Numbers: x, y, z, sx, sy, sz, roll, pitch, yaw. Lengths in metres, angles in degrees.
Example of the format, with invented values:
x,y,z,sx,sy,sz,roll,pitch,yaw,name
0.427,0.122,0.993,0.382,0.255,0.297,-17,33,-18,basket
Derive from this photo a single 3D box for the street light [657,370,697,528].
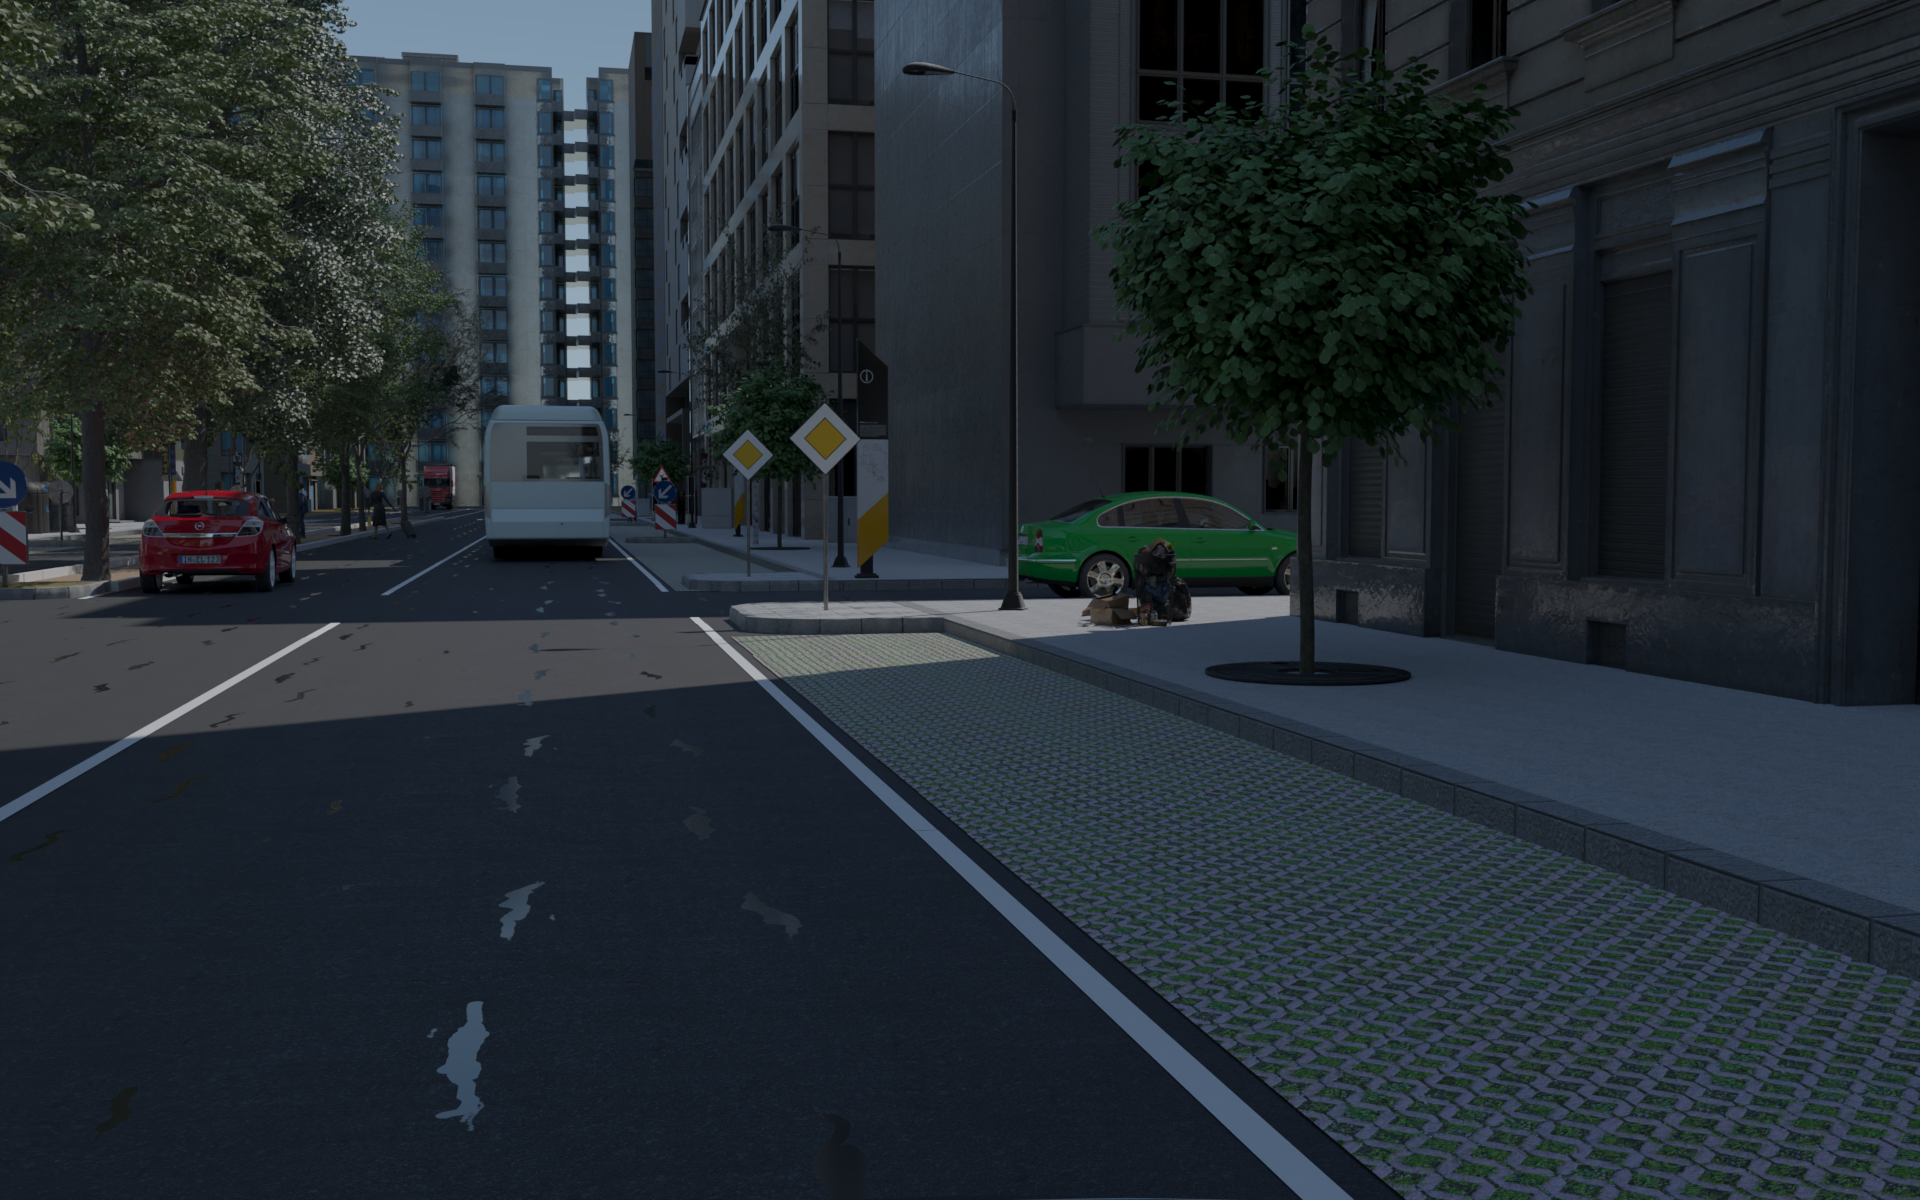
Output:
x,y,z,sx,sy,sz,roll,pitch,yaw,name
-10.628,-5.657,65.029,1.470,5.913,1.316,-1,4,-13,street light

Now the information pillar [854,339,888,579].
x,y,z,sx,sy,sz,roll,pitch,yaw,name
-1.344,-2.139,26.322,0.504,3.616,0.183,-1,4,-17,information pillar

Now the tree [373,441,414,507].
x,y,z,sx,sy,sz,roll,pitch,yaw,name
-56.110,-13.535,171.662,4.360,8.622,3.978,0,3,0,tree

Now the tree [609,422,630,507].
x,y,z,sx,sy,sz,roll,pitch,yaw,name
-35.609,-13.821,176.331,4.360,8.622,3.978,0,3,0,tree

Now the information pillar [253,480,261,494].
x,y,z,sx,sy,sz,roll,pitch,yaw,name
-37.168,-5.330,91.642,0.304,2.012,0.304,-3,4,-38,information pillar

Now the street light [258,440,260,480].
x,y,z,sx,sy,sz,roll,pitch,yaw,name
-36.997,-7.358,92.846,1.470,5.913,1.316,-1,4,-13,street light

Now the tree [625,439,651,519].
x,y,z,sx,sy,sz,roll,pitch,yaw,name
-15.597,-6.494,89.897,4.285,4.588,4.351,0,3,0,tree

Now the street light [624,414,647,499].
x,y,z,sx,sy,sz,roll,pitch,yaw,name
-18.748,-7.817,100.351,1.470,5.913,1.316,-1,4,-13,street light

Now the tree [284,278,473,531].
x,y,z,sx,sy,sz,roll,pitch,yaw,name
-23.019,-7.936,66.616,8.767,10.594,7.601,-1,4,-13,tree

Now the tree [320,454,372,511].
x,y,z,sx,sy,sz,roll,pitch,yaw,name
-49.789,-9.657,141.610,4.285,4.588,4.351,0,3,0,tree

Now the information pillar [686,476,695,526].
x,y,z,sx,sy,sz,roll,pitch,yaw,name
-10.998,-4.050,70.710,0.304,2.012,0.304,-1,4,-23,information pillar

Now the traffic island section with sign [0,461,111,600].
x,y,z,sx,sy,sz,roll,pitch,yaw,name
-13.215,-0.987,24.270,2.006,1.907,1.989,-1,4,-13,traffic island section with sign

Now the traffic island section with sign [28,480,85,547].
x,y,z,sx,sy,sz,roll,pitch,yaw,name
-24.617,-2.362,47.247,1.989,1.847,2.006,-1,4,-13,traffic island section with sign

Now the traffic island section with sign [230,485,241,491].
x,y,z,sx,sy,sz,roll,pitch,yaw,name
-30.702,-3.973,73.589,1.989,1.847,2.006,-1,4,-13,traffic island section with sign

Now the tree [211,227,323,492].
x,y,z,sx,sy,sz,roll,pitch,yaw,name
-17.948,-5.532,43.260,4.737,8.622,4.395,0,3,0,tree

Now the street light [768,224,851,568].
x,y,z,sx,sy,sz,roll,pitch,yaw,name
-2.618,-3.519,30.073,1.470,5.913,1.316,-1,4,-13,street light

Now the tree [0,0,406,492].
x,y,z,sx,sy,sz,roll,pitch,yaw,name
-16.003,-7.750,35.831,9.857,13.997,8.962,0,3,0,tree

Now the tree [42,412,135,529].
x,y,z,sx,sy,sz,roll,pitch,yaw,name
-32.001,-4.885,63.583,4.285,4.588,4.351,0,3,0,tree

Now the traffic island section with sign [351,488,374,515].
x,y,z,sx,sy,sz,roll,pitch,yaw,name
-42.002,-6.964,122.485,1.989,1.847,2.006,-1,4,-13,traffic island section with sign

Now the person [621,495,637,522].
x,y,z,sx,sy,sz,roll,pitch,yaw,name
-16.067,-4.592,84.059,0.782,1.767,0.515,-1,4,-10,person

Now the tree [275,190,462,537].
x,y,z,sx,sy,sz,roll,pitch,yaw,name
-20.615,-7.942,58.057,9.928,11.665,9.643,0,3,0,tree

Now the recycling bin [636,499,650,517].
x,y,z,sx,sy,sz,roll,pitch,yaw,name
-17.921,-5.220,97.902,0.722,1.027,0.722,-1,4,-17,recycling bin

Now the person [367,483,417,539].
x,y,z,sx,sy,sz,roll,pitch,yaw,name
-18.259,-2.859,55.460,1.509,1.804,0.699,1,4,12,person

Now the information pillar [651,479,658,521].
x,y,z,sx,sy,sz,roll,pitch,yaw,name
-14.519,-4.764,82.378,0.304,2.012,0.304,-1,4,-19,information pillar

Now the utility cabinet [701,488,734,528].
x,y,z,sx,sy,sz,roll,pitch,yaw,name
-8.972,-3.397,64.225,1.173,1.500,0.318,1,4,14,utility cabinet

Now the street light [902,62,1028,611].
x,y,z,sx,sy,sz,roll,pitch,yaw,name
0.062,-2.838,18.936,1.470,5.913,1.316,-1,4,-13,street light

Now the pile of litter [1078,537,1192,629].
x,y,z,sx,sy,sz,roll,pitch,yaw,name
1.700,-0.204,17.300,1.176,0.858,1.719,3,5,41,pile of litter

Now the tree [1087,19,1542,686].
x,y,z,sx,sy,sz,roll,pitch,yaw,name
2.515,-1.742,12.198,4.285,4.588,4.351,0,3,0,tree

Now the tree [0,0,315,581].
x,y,z,sx,sy,sz,roll,pitch,yaw,name
-13.490,-6.489,26.679,7.486,12.596,7.792,0,3,0,tree

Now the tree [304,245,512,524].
x,y,z,sx,sy,sz,roll,pitch,yaw,name
-26.617,-10.386,82.633,12.009,13.543,11.850,0,3,0,tree

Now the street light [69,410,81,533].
x,y,z,sx,sy,sz,roll,pitch,yaw,name
-28.810,-5.187,57.349,1.470,5.913,1.316,-1,4,-13,street light

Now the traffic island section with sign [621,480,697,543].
x,y,z,sx,sy,sz,roll,pitch,yaw,name
-8.812,-2.584,50.877,1.989,1.847,2.006,-1,4,-13,traffic island section with sign

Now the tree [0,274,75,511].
x,y,z,sx,sy,sz,roll,pitch,yaw,name
-28.966,-6.282,53.075,4.737,8.622,4.395,0,3,0,tree

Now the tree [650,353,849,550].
x,y,z,sx,sy,sz,roll,pitch,yaw,name
-4.141,-3.452,40.154,4.285,4.588,4.351,0,3,0,tree

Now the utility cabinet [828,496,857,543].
x,y,z,sx,sy,sz,roll,pitch,yaw,name
-3.063,-2.101,45.513,1.020,1.237,0.306,1,4,14,utility cabinet

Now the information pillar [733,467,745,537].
x,y,z,sx,sy,sz,roll,pitch,yaw,name
-6.622,-3.703,51.904,0.183,3.616,0.504,-3,4,-36,information pillar

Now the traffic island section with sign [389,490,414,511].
x,y,z,sx,sy,sz,roll,pitch,yaw,name
-48.334,-8.638,149.853,1.989,1.847,2.006,-1,4,-13,traffic island section with sign

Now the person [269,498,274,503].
x,y,z,sx,sy,sz,roll,pitch,yaw,name
-28.319,-3.558,71.336,0.373,1.253,0.362,-1,4,-21,person

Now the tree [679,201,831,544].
x,y,z,sx,sy,sz,roll,pitch,yaw,name
-5.258,-5.741,44.233,4.360,8.622,3.978,0,3,0,tree

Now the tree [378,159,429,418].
x,y,z,sx,sy,sz,roll,pitch,yaw,name
-19.189,-7.875,49.336,7.486,12.596,7.792,0,3,0,tree

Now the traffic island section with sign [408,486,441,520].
x,y,z,sx,sy,sz,roll,pitch,yaw,name
-30.147,-5.465,97.483,2.006,1.907,1.989,-1,4,-13,traffic island section with sign

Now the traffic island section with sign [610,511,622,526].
x,y,z,sx,sy,sz,roll,pitch,yaw,name
-15.037,-4.231,77.801,1.989,1.847,2.006,-1,4,-13,traffic island section with sign

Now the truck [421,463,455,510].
x,y,z,sx,sy,sz,roll,pitch,yaw,name
-48.391,-10.524,160.976,2.839,4.237,11.283,-1,4,-14,truck

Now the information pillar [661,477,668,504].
x,y,z,sx,sy,sz,roll,pitch,yaw,name
-12.748,-4.300,74.795,0.304,2.012,0.304,0,4,-8,information pillar

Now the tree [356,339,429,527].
x,y,z,sx,sy,sz,roll,pitch,yaw,name
-24.653,-7.394,73.717,4.737,8.622,4.395,0,3,0,tree
